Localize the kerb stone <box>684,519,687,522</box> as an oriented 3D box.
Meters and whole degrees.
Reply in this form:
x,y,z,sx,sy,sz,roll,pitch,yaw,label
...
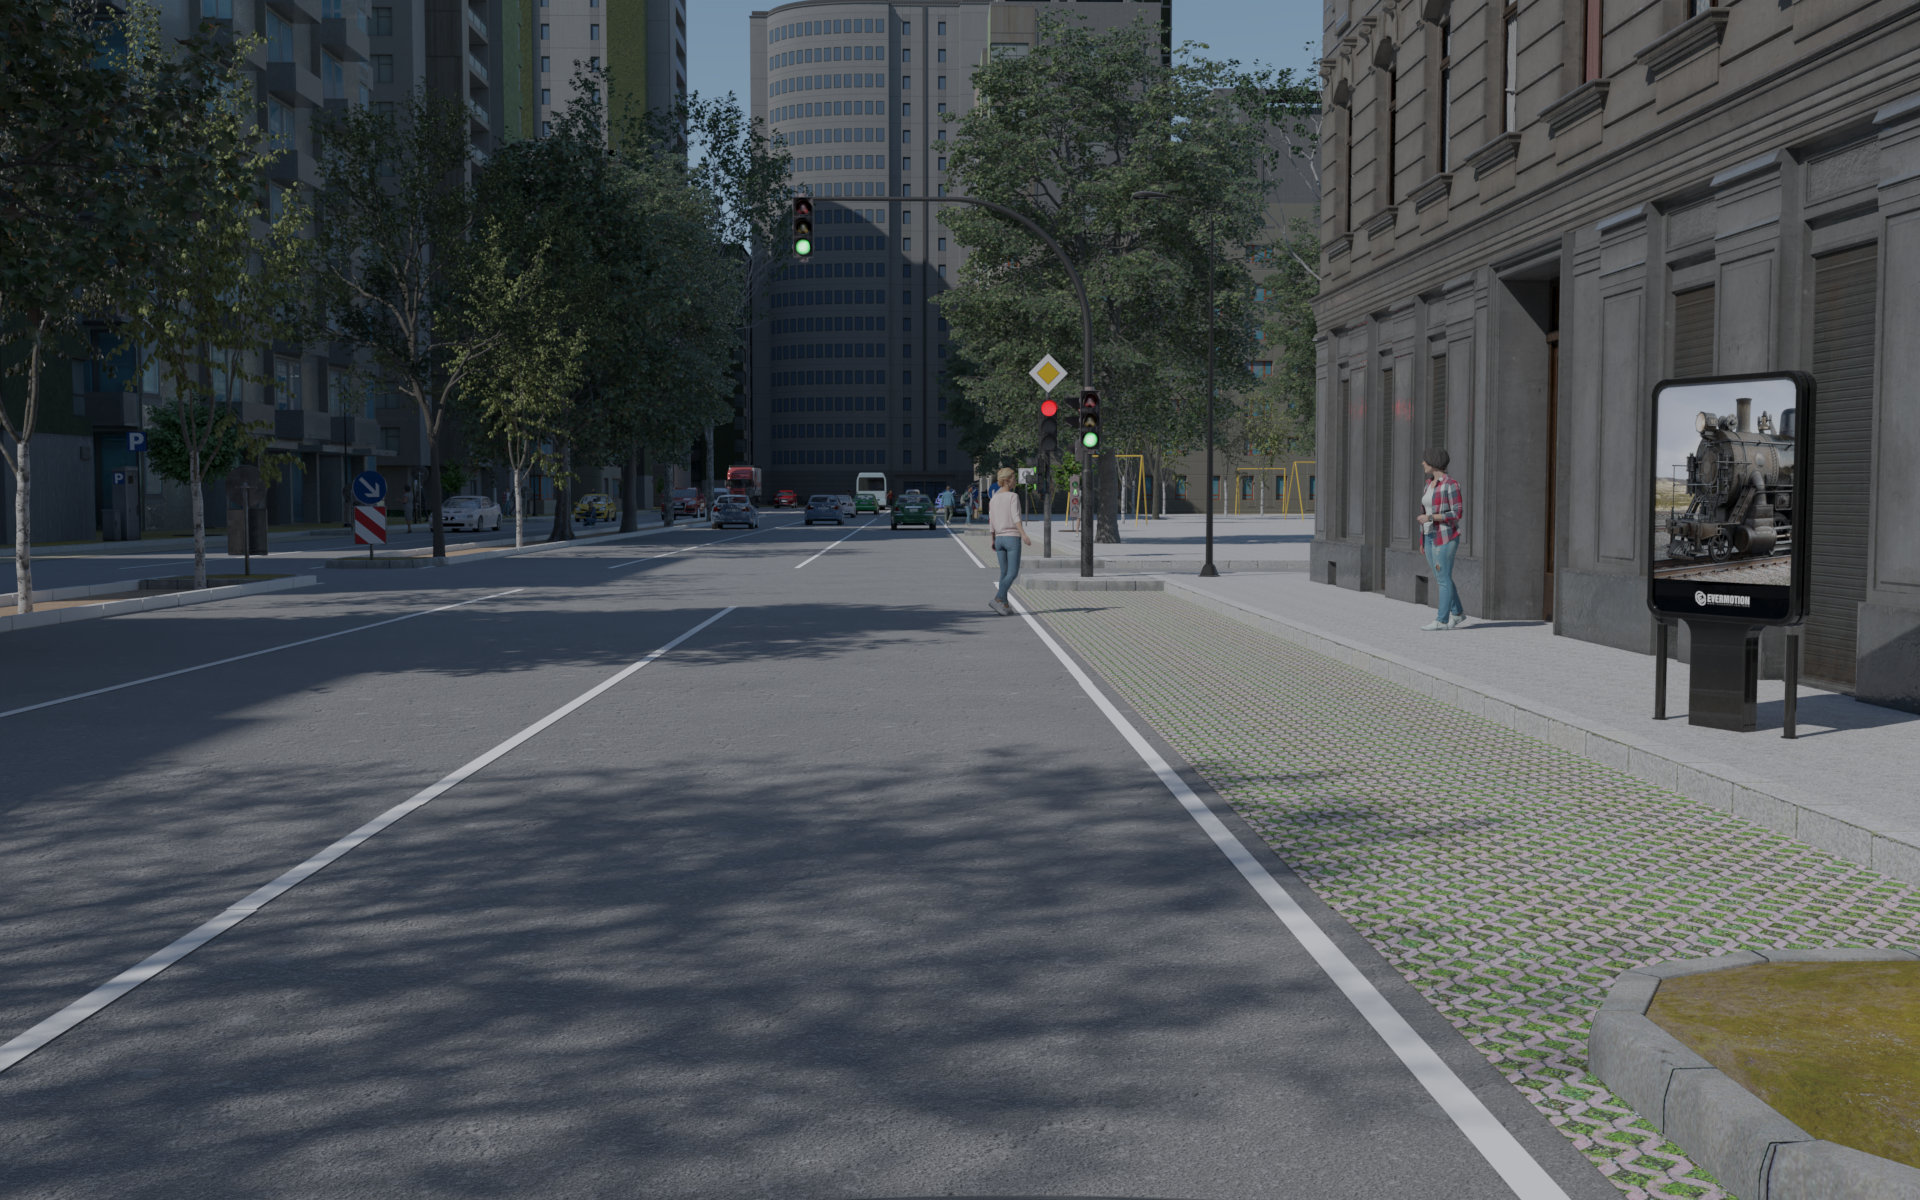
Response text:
x,y,z,sx,sy,sz,roll,pitch,yaw,label
-13.779,-3.882,85.739,0.120,0.150,1.000,0,4,-1,kerb stone

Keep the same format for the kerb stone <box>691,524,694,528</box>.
x,y,z,sx,sy,sz,roll,pitch,yaw,label
-11.354,-3.072,72.449,0.120,0.150,1.000,0,4,-1,kerb stone

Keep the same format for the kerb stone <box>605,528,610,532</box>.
x,y,z,sx,sy,sz,roll,pitch,yaw,label
-13.244,-2.565,64.241,0.120,0.150,1.000,0,4,-1,kerb stone

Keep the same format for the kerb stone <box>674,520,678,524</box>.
x,y,z,sx,sy,sz,roll,pitch,yaw,label
-13.708,-3.695,82.670,0.120,0.150,1.000,0,4,-1,kerb stone

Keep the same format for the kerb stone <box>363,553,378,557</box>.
x,y,z,sx,sy,sz,roll,pitch,yaw,label
-12.540,-0.875,36.538,0.120,0.150,1.000,0,4,-1,kerb stone

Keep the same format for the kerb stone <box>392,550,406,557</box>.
x,y,z,sx,sy,sz,roll,pitch,yaw,label
-12.599,-1.003,38.589,0.120,0.150,1.000,0,4,-1,kerb stone

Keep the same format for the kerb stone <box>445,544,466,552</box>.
x,y,z,sx,sy,sz,roll,pitch,yaw,label
-12.729,-1.316,43.715,0.120,0.150,1.000,0,4,-1,kerb stone

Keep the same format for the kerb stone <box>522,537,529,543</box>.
x,y,z,sx,sy,sz,roll,pitch,yaw,label
-12.910,-1.751,50.902,0.120,0.150,1.000,0,4,-1,kerb stone

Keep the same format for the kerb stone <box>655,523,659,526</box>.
x,y,z,sx,sy,sz,roll,pitch,yaw,label
-13.551,-3.323,76.521,0.120,0.150,1.000,0,4,-1,kerb stone

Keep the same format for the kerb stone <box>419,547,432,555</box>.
x,y,z,sx,sy,sz,roll,pitch,yaw,label
-12.648,-1.128,40.641,0.120,0.150,1.000,0,4,-1,kerb stone

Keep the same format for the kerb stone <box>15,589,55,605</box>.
x,y,z,sx,sy,sz,roll,pitch,yaw,label
-12.202,-0.030,22.689,0.120,0.150,1.000,0,4,-1,kerb stone

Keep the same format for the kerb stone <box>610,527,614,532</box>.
x,y,z,sx,sy,sz,roll,pitch,yaw,label
-13.268,-2.632,65.263,0.120,0.150,1.000,0,4,-1,kerb stone

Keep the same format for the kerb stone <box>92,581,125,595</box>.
x,y,z,sx,sy,sz,roll,pitch,yaw,label
-12.250,-0.146,24.740,0.120,0.150,1.000,0,4,-1,kerb stone

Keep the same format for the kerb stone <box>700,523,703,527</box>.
x,y,z,sx,sy,sz,roll,pitch,yaw,label
-11.421,-3.262,75.526,0.120,0.150,1.000,0,4,-1,kerb stone

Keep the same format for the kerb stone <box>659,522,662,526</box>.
x,y,z,sx,sy,sz,roll,pitch,yaw,label
-13.582,-3.382,77.543,0.120,0.150,1.000,0,4,-1,kerb stone

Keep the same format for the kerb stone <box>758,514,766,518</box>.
x,y,z,sx,sy,sz,roll,pitch,yaw,label
-12.227,-5.205,107.298,0.120,0.150,1.000,0,4,-1,kerb stone

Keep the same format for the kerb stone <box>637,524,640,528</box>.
x,y,z,sx,sy,sz,roll,pitch,yaw,label
-13.419,-3.010,71.408,0.120,0.150,1.000,0,4,-1,kerb stone

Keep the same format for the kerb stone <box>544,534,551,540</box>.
x,y,z,sx,sy,sz,roll,pitch,yaw,label
-12.986,-1.944,53.974,0.120,0.150,1.000,0,4,-1,kerb stone

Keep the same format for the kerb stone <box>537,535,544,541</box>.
x,y,z,sx,sy,sz,roll,pitch,yaw,label
-12.953,-1.876,52.952,0.120,0.150,1.000,0,4,-1,kerb stone

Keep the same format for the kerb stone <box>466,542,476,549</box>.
x,y,z,sx,sy,sz,roll,pitch,yaw,label
-12.757,-1.371,44.738,0.120,0.150,1.000,0,4,-1,kerb stone

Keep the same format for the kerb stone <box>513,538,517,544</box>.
x,y,z,sx,sy,sz,roll,pitch,yaw,label
-12.880,-1.690,49.870,0.120,0.150,1.000,0,4,-1,kerb stone

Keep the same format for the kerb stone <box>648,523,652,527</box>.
x,y,z,sx,sy,sz,roll,pitch,yaw,label
-13.496,-3.198,74.477,0.120,0.150,1.000,0,4,-1,kerb stone

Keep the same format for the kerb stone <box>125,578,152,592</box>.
x,y,z,sx,sy,sz,roll,pitch,yaw,label
-12.283,-0.217,25.761,0.120,0.150,1.000,0,4,-1,kerb stone

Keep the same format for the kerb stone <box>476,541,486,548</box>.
x,y,z,sx,sy,sz,roll,pitch,yaw,label
-12.779,-1.442,45.764,0.120,0.150,1.000,0,4,-1,kerb stone

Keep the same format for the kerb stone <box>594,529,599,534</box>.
x,y,z,sx,sy,sz,roll,pitch,yaw,label
-13.193,-2.440,62.181,0.120,0.150,1.000,0,4,-1,kerb stone

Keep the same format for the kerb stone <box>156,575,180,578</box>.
x,y,z,sx,sy,sz,roll,pitch,yaw,label
-12.307,-0.281,26.782,0.120,0.150,1.000,0,4,-1,kerb stone

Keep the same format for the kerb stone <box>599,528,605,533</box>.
x,y,z,sx,sy,sz,roll,pitch,yaw,label
-13.217,-2.509,63.219,0.120,0.150,1.000,0,4,-1,kerb stone

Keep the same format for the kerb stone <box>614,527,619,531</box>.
x,y,z,sx,sy,sz,roll,pitch,yaw,label
-13.295,-2.697,66.292,0.120,0.150,1.000,0,4,-1,kerb stone

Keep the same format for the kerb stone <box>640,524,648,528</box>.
x,y,z,sx,sy,sz,roll,pitch,yaw,label
-13.470,-3.135,73.455,0.120,0.150,1.000,0,4,-1,kerb stone

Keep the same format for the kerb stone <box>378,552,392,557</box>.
x,y,z,sx,sy,sz,roll,pitch,yaw,label
-12.576,-0.937,37.563,0.120,0.150,1.000,0,4,-1,kerb stone

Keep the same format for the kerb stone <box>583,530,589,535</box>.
x,y,z,sx,sy,sz,roll,pitch,yaw,label
-13.137,-2.320,60.123,0.120,0.150,1.000,0,4,-1,kerb stone

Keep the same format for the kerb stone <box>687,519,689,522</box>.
x,y,z,sx,sy,sz,roll,pitch,yaw,label
-13.807,-3.949,86.761,0.120,0.150,1.000,0,4,-1,kerb stone

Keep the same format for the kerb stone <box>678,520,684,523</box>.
x,y,z,sx,sy,sz,roll,pitch,yaw,label
-13.761,-3.824,84.713,0.120,0.150,1.000,0,4,-1,kerb stone

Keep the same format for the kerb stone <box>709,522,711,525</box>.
x,y,z,sx,sy,sz,roll,pitch,yaw,label
-11.508,-3.440,78.610,0.120,0.150,1.000,0,4,-1,kerb stone

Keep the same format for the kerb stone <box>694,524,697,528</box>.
x,y,z,sx,sy,sz,roll,pitch,yaw,label
-11.377,-3.137,73.481,0.120,0.150,1.000,0,4,-1,kerb stone

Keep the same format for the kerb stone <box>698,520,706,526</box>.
x,y,z,sx,sy,sz,roll,pitch,yaw,label
-11.444,-3.325,76.566,0.120,0.150,1.000,0,4,-1,kerb stone

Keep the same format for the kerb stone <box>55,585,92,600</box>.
x,y,z,sx,sy,sz,roll,pitch,yaw,label
-12.225,-0.093,23.711,0.120,0.150,1.000,0,4,-1,kerb stone

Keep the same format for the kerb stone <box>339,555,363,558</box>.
x,y,z,sx,sy,sz,roll,pitch,yaw,label
-12.517,-0.813,35.506,0.120,0.150,1.000,0,4,-1,kerb stone

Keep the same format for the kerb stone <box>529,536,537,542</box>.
x,y,z,sx,sy,sz,roll,pitch,yaw,label
-12.935,-1.819,51.930,0.120,0.150,1.000,0,4,-1,kerb stone

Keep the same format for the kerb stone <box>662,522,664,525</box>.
x,y,z,sx,sy,sz,roll,pitch,yaw,label
-13.603,-3.442,78.579,0.120,0.150,1.000,0,4,-1,kerb stone

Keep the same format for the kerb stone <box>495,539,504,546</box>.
x,y,z,sx,sy,sz,roll,pitch,yaw,label
-12.837,-1.562,47.810,0.120,0.150,1.000,0,4,-1,kerb stone

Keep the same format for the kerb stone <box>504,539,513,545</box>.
x,y,z,sx,sy,sz,roll,pitch,yaw,label
-12.854,-1.630,48.848,0.120,0.150,1.000,0,4,-1,kerb stone

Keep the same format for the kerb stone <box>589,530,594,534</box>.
x,y,z,sx,sy,sz,roll,pitch,yaw,label
-13.170,-2.377,61.159,0.120,0.150,1.000,0,4,-1,kerb stone

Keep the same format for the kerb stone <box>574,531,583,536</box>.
x,y,z,sx,sy,sz,roll,pitch,yaw,label
-13.115,-2.257,59.101,0.120,0.150,1.000,0,4,-1,kerb stone

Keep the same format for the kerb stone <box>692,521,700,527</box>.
x,y,z,sx,sy,sz,roll,pitch,yaw,label
-11.401,-3.197,74.504,0.120,0.150,1.000,0,4,-1,kerb stone

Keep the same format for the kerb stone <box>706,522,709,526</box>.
x,y,z,sx,sy,sz,roll,pitch,yaw,label
-11.487,-3.388,77.587,0.120,0.150,1.000,0,4,-1,kerb stone

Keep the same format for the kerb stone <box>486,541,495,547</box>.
x,y,z,sx,sy,sz,roll,pitch,yaw,label
-12.810,-1.504,46.786,0.120,0.150,1.000,0,4,-1,kerb stone

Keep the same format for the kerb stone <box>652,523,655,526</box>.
x,y,z,sx,sy,sz,roll,pitch,yaw,label
-13.527,-3.258,75.499,0.120,0.150,1.000,0,4,-1,kerb stone

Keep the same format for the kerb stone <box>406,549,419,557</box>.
x,y,z,sx,sy,sz,roll,pitch,yaw,label
-12.631,-1.063,39.619,0.120,0.150,1.000,0,4,-1,kerb stone
